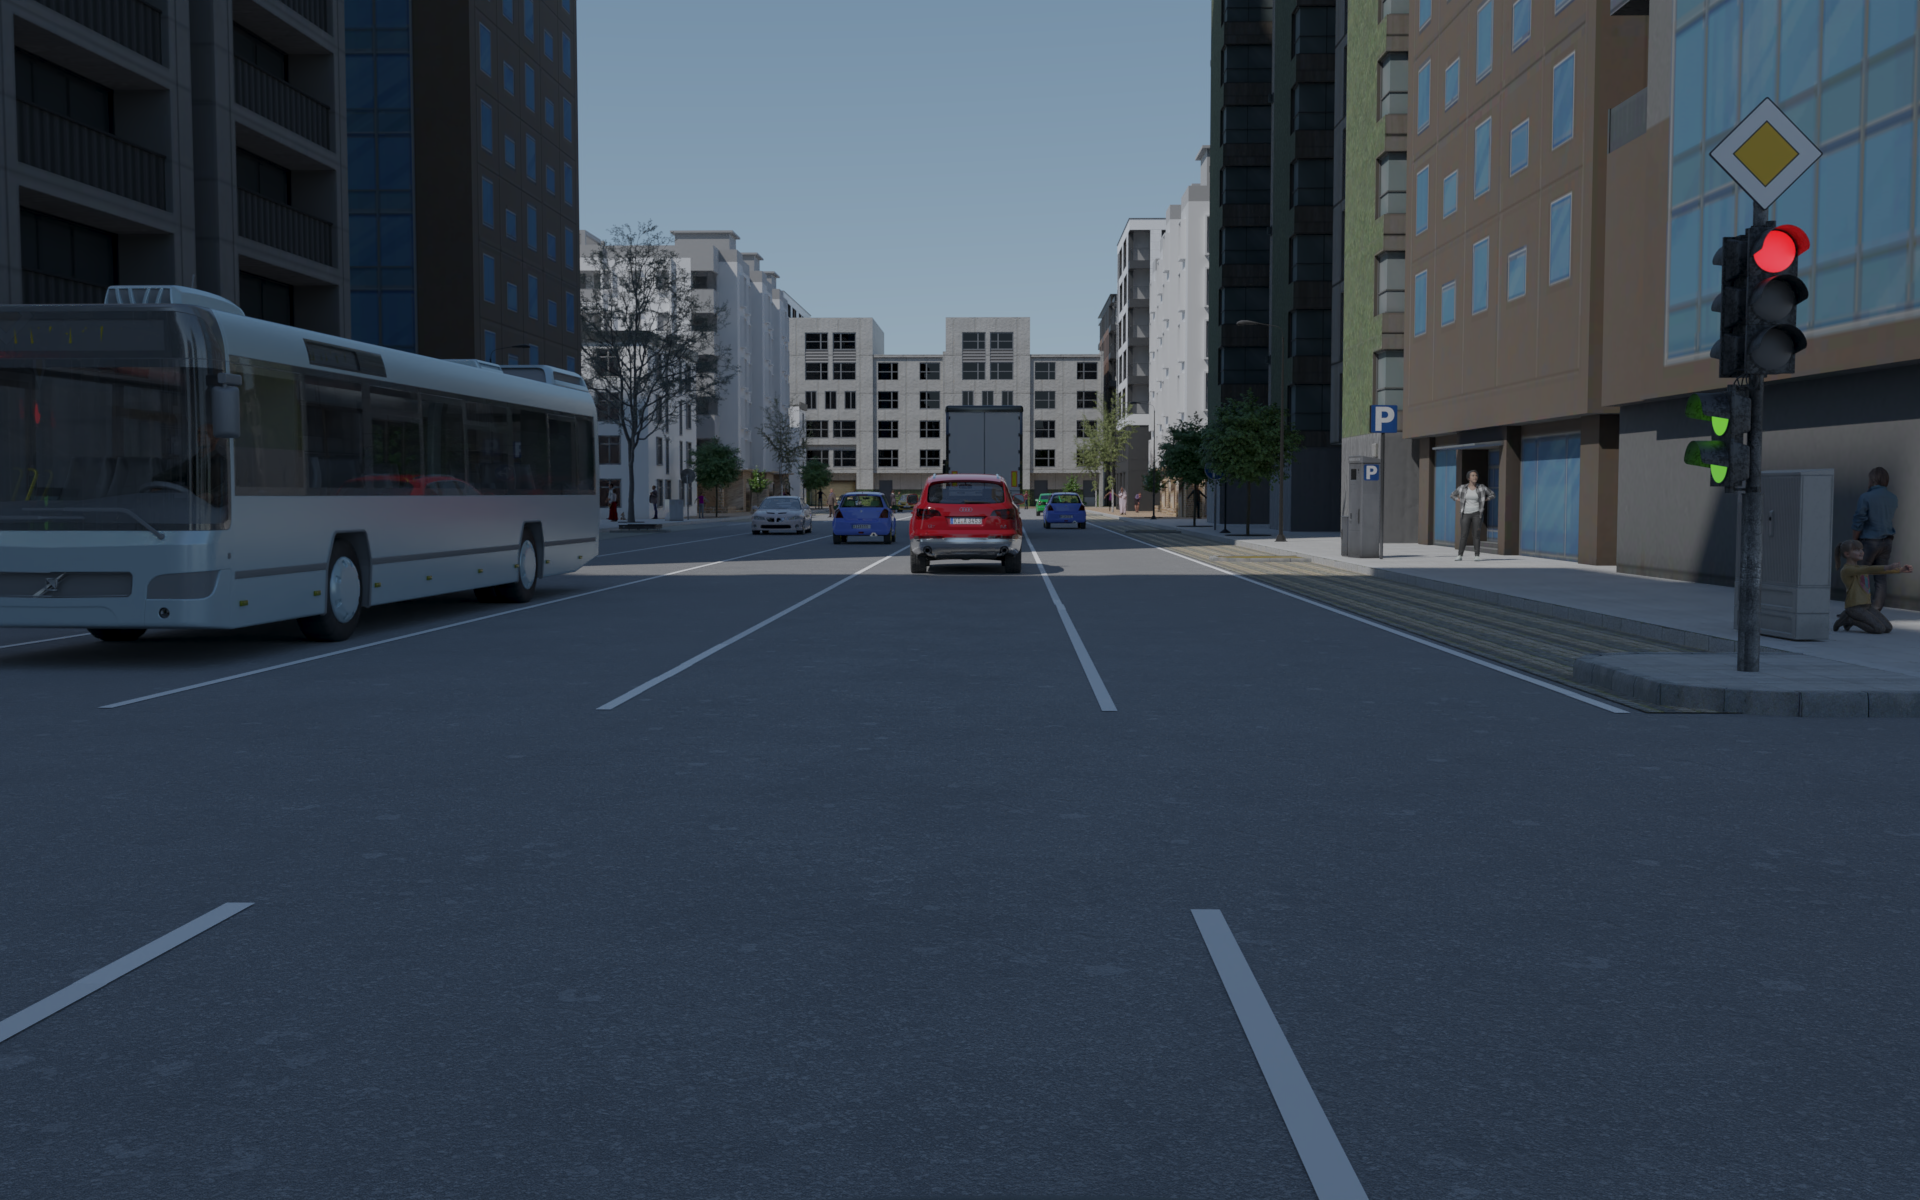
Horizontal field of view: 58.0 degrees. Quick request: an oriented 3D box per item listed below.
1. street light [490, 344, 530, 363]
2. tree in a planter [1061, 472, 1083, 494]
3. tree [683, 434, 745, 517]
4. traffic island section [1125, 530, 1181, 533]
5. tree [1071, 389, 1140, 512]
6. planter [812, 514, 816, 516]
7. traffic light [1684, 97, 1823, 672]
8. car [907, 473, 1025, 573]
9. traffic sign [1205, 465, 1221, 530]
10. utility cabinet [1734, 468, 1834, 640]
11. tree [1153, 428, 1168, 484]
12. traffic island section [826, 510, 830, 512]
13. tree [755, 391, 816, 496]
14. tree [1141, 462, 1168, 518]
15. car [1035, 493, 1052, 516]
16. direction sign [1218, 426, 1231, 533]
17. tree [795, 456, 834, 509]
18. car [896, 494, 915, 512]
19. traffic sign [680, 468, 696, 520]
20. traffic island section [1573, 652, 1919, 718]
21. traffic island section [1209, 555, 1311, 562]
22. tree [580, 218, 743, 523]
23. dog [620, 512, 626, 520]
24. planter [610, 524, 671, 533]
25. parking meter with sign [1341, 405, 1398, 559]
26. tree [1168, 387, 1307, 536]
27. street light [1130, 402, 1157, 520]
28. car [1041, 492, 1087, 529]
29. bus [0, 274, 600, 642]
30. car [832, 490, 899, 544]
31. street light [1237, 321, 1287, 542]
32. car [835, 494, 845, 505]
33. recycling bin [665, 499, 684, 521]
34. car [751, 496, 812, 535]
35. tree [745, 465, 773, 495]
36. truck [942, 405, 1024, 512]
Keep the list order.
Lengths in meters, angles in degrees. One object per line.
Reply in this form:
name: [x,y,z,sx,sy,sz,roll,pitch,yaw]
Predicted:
street light: [-14.018,-4.973,53.844,1.470,5.913,1.316,0,4,2]
tree in a planter: [9.185,-8.841,141.777,1.991,3.239,1.994,0,4,2]
tree: [-13.531,-6.841,95.564,4.285,4.588,4.351,0,3,0]
traffic island section: [7.116,-2.525,64.145,1.991,0.108,1.994,0,4,2]
tree: [10.447,-10.426,120.828,4.737,8.622,4.395,0,3,0]
planter: [-10.597,-5.730,114.831,1.991,0.319,1.994,0,4,2]
traffic light: [5.695,-1.439,12.442,0.839,4.253,0.868,0,4,2]
car: [0.109,-1.478,32.843,2.281,1.827,5.304,0,3,0]
traffic sign: [9.043,-3.744,61.316,0.768,2.556,0.104,0,4,7]
utility cabinet: [7.370,-0.421,15.554,0.318,1.500,1.173,0,4,-1]
tree: [9.233,-5.151,67.925,4.285,4.588,4.351,0,3,0]
traffic island section: [-9.884,-7.273,141.771,1.991,0.108,1.994,0,4,2]
tree: [-12.608,-10.668,124.779,4.360,8.622,3.978,0,3,0]
tree: [10.593,-6.052,93.548,1.663,3.219,1.824,0,3,0]
car: [5.915,-6.442,114.130,1.959,1.807,4.718,0,4,3]
direction sign: [8.727,-3.969,56.887,0.876,3.537,0.379,1,4,12]
tree: [-12.277,-9.944,146.293,4.285,4.588,4.351,0,3,0]
car: [-4.083,-7.849,138.558,2.015,1.641,3.980,0,4,3]
traffic sign: [-13.498,-5.247,85.898,0.768,2.556,0.104,0,4,3]
traffic island section: [5.734,0.595,12.555,2.009,0.180,2.903,0,4,2]
traffic island section: [6.386,-0.877,37.212,1.991,0.108,1.994,0,4,2]
tree: [-14.647,-10.201,77.153,12.009,13.543,11.850,0,3,0]
dog: [-16.465,-4.115,85.009,0.550,0.427,0.748,2,4,26]
planter: [-11.925,-2.676,64.900,1.991,0.319,1.994,0,4,2]
parking meter with sign: [8.136,-2.354,34.754,0.543,3.016,1.738,-1,4,-10]
tree: [8.871,-4.244,53.099,4.285,4.588,4.351,0,3,0]
street light: [9.223,-7.008,87.130,1.470,5.913,1.316,0,4,2]
car: [4.351,-3.835,72.296,1.945,1.707,3.694,0,4,1]
bus: [-7.049,-1.515,19.624,2.948,3.499,13.247,0,4,3]
car: [-2.772,-2.513,50.674,1.945,1.707,3.694,0,4,0]
street light: [8.105,-4.523,46.500,1.470,5.913,1.316,0,4,2]
car: [-8.100,-7.122,126.228,2.009,1.686,4.222,0,4,1]
recycling bin: [-13.651,-4.292,82.721,0.722,1.027,0.722,-2,4,-28]
car: [-6.418,-3.078,62.694,2.083,1.381,4.827,0,4,0]
tree: [-13.510,-7.361,114.961,1.663,3.219,1.824,0,3,0]
truck: [0.764,-4.366,60.305,2.839,4.237,11.283,0,3,0]
